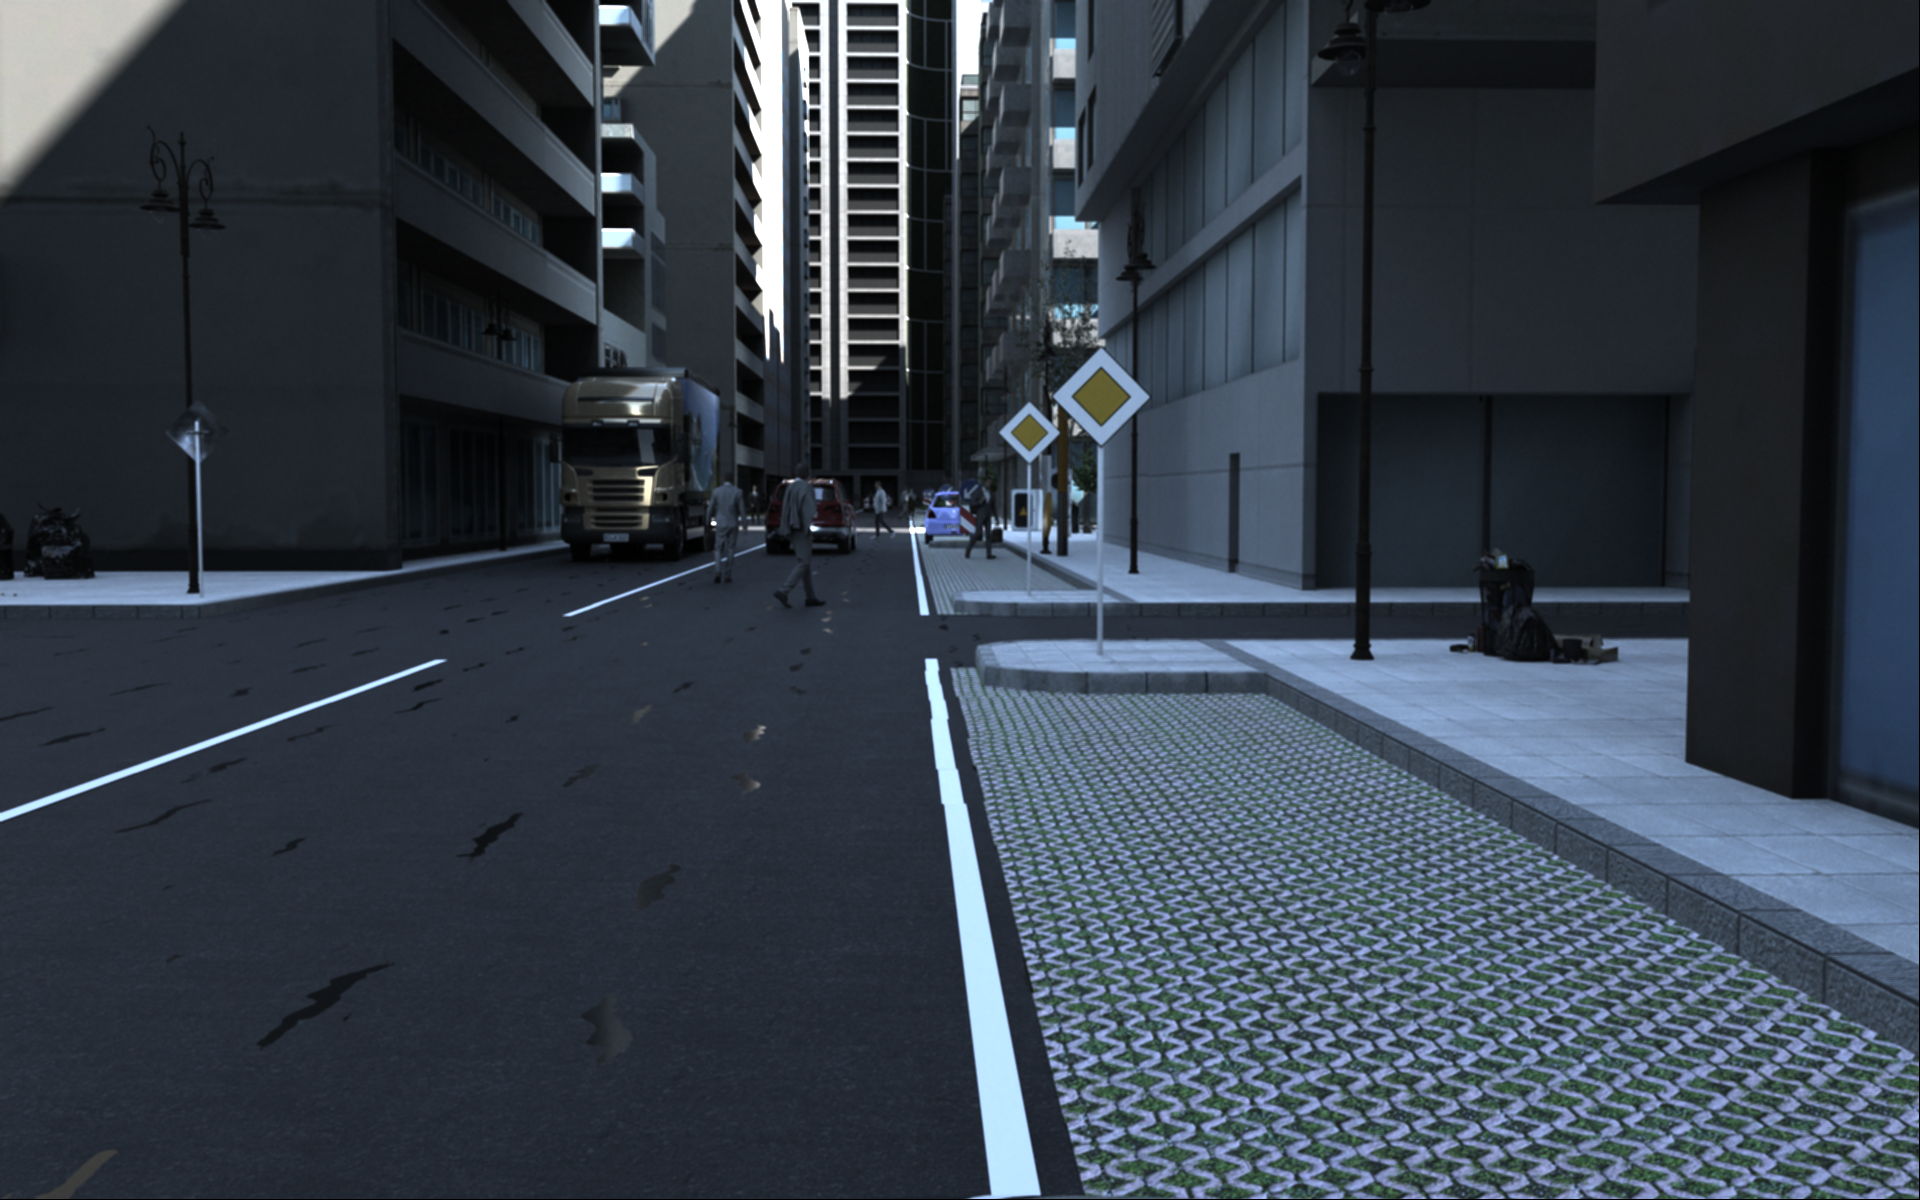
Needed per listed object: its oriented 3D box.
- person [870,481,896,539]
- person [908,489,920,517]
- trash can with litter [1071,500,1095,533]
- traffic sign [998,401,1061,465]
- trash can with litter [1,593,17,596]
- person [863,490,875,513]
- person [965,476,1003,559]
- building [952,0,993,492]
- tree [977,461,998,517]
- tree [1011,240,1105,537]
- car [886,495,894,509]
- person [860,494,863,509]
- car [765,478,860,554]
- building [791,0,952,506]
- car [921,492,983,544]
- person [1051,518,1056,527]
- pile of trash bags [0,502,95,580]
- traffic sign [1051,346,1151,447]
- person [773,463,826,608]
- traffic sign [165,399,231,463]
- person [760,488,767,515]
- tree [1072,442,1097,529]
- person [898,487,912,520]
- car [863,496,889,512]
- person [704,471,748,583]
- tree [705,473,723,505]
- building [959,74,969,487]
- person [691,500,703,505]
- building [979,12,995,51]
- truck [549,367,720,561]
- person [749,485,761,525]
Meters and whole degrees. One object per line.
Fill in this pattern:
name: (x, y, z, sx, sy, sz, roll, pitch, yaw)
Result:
person: (-2.474, -2.875, 55.349, 0.795, 1.843, 0.661, -1, 4, -17)
person: (-3.074, -6.060, 108.311, 1.217, 1.736, 0.721, -1, 4, -20)
trash can with litter: (3.919, -2.774, 56.741, 1.055, 1.170, 0.624, 1, 4, 15)
traffic sign: (0.888, -1.192, 21.681, 0.795, 2.593, 0.064, 0, 4, -2)
trash can with litter: (-12.975, -0.681, 22.198, 1.678, 1.210, 2.233, -2, 4, -24)
person: (-6.858, -7.574, 133.055, 1.217, 1.735, 0.721, 1, 4, 21)
person: (0.520, -1.810, 38.063, 0.622, 1.834, 0.822, -3, 5, -39)
building: (9.836, -36.786, 143.444, 21.231, 58.520, 28.212, 0, 4, -2)
tree: (1.684, -6.378, 98.885, 1.663, 3.219, 1.824, 0, 3, 0)
tree: (3.466, -6.175, 51.325, 4.360, 8.622, 3.978, 0, 3, 0)
car: (-7.456, -9.460, 167.032, 2.083, 1.381, 4.827, 0, 3, 0)
person: (-9.256, -9.269, 163.304, 0.557, 1.426, 1.065, 1, 4, 15)
car: (-3.669, -2.109, 43.155, 2.281, 1.827, 5.304, 0, 4, -1)
building: (-10.543, -45.923, 189.089, 20.611, 71.187, 20.563, 0, 4, -2)
car: (-0.179, -2.510, 50.626, 1.945, 1.707, 3.694, 0, 4, 0)
person: (3.281, -3.614, 65.877, 0.760, 1.731, 0.466, -1, 4, -15)
pile of trash bags: (-14.992, -1.005, 26.180, 3.447, 1.369, 1.912, -2, 4, -24)
traffic sign: (1.133, -0.704, 13.699, 0.795, 2.593, 0.064, 0, 4, -2)
person: (-2.011, -0.816, 21.948, 0.850, 1.850, 0.679, -3, 5, -40)
traffic sign: (-9.402, -1.174, 21.387, 0.795, 2.593, 0.064, 0, 4, -2)
person: (-12.311, -6.172, 108.427, 0.415, 1.643, 0.593, 2, 4, 30)
tree: (4.740, -4.265, 64.331, 1.663, 3.219, 1.824, 0, 3, 0)
person: (-3.023, -5.313, 95.460, 0.850, 1.850, 0.679, 0, 4, -4)
car: (-6.752, -7.731, 138.755, 2.083, 1.381, 4.827, 0, 4, -1)
person: (-3.818, -1.200, 28.243, 0.709, 1.813, 0.853, 0, 4, -7)
tree: (-11.936, -5.235, 80.189, 1.663, 3.219, 1.824, 0, 3, 0)
building: (6.864, -21.491, 123.079, 14.160, 30.474, 14.107, 0, 4, -2)
person: (-7.263, -2.395, 47.468, 0.447, 1.846, 0.655, 0, 4, -2)
building: (8.077, -20.588, 108.316, 14.160, 30.474, 14.107, 0, 4, -2)
truck: (-7.358, -3.166, 40.681, 2.839, 4.237, 11.283, 0, 4, -3)
person: (-9.544, -4.444, 80.938, 0.659, 1.850, 0.755, -1, 4, -23)
